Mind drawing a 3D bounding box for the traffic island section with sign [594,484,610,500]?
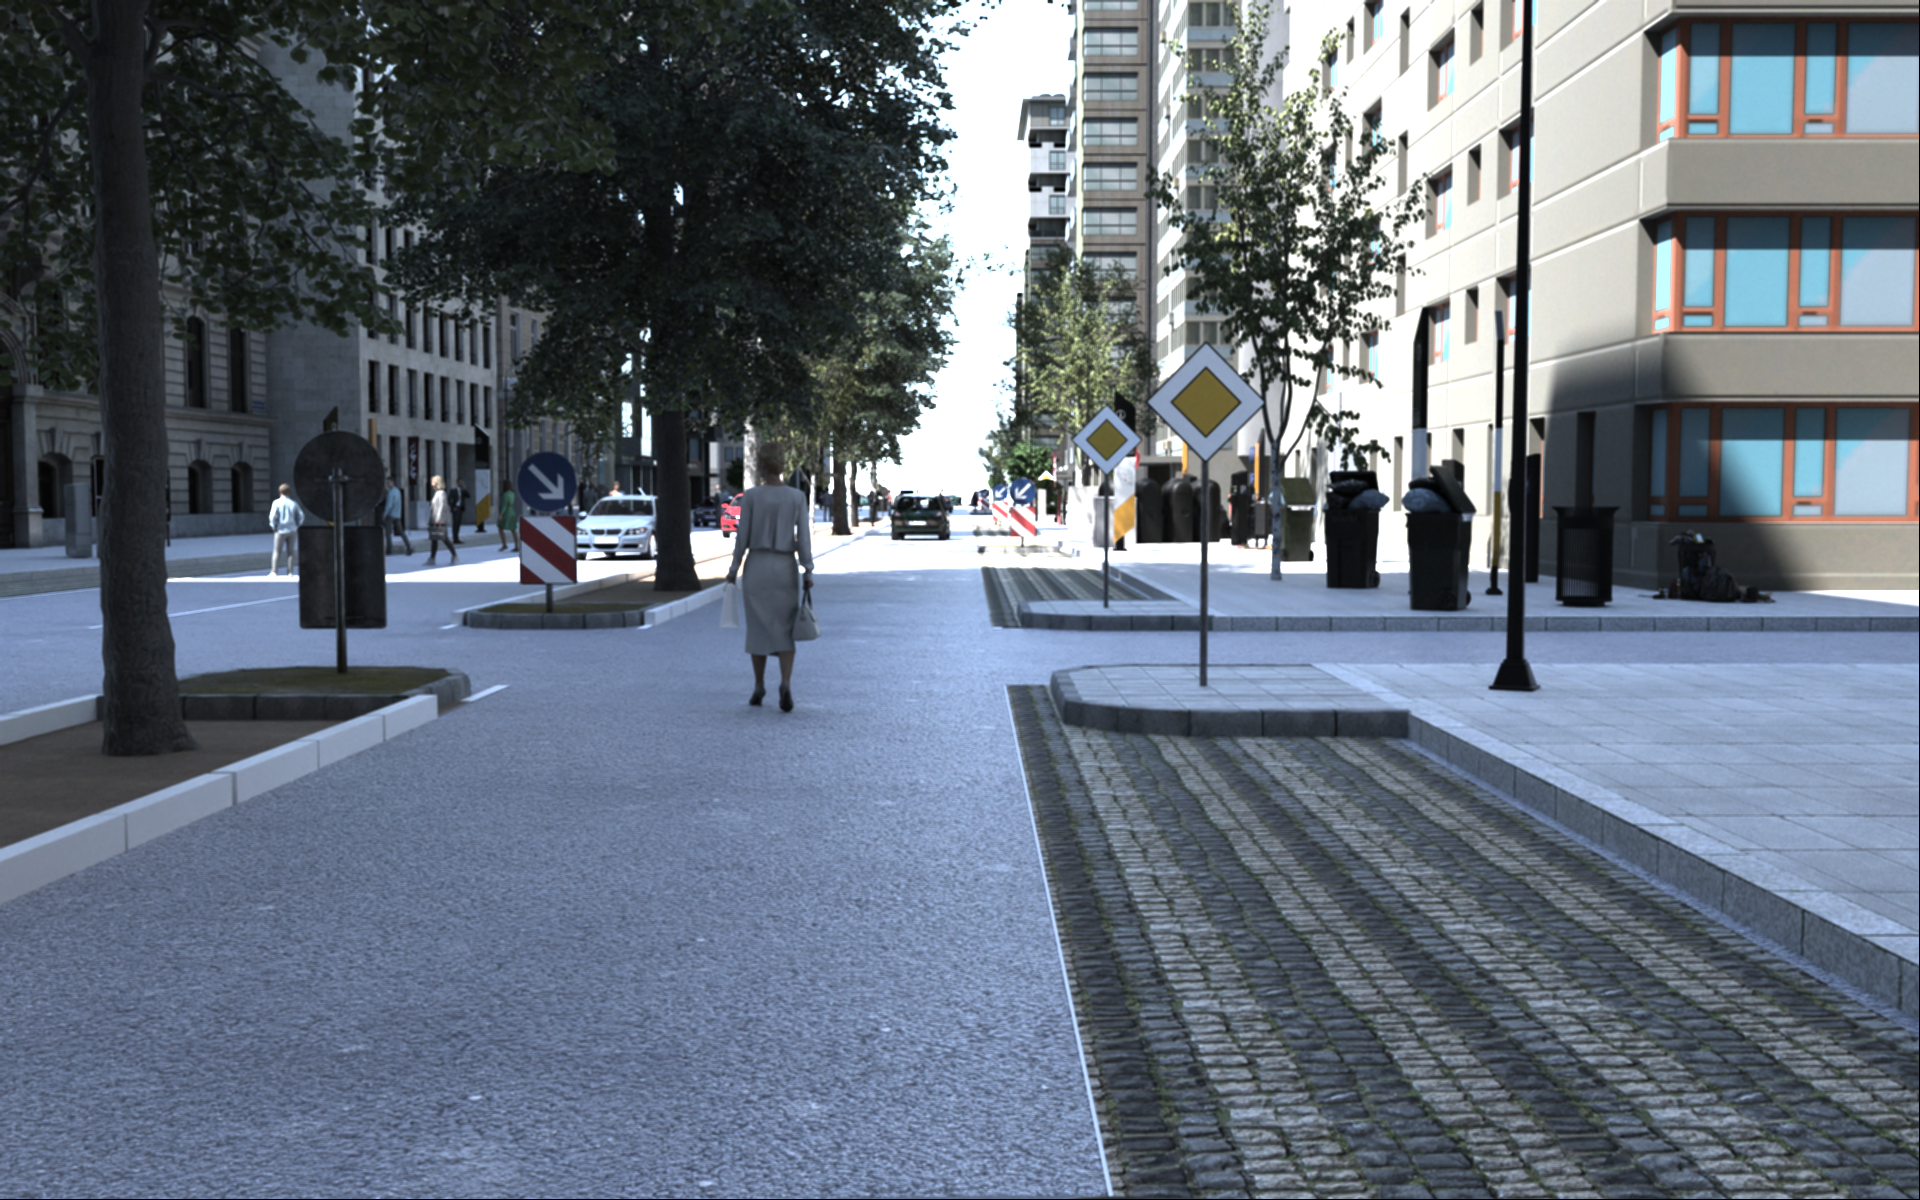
[{"bbox_3d":[-14.290,-3.687,68.910,1.989,1.847,2.006,0,4,0],"label":"traffic island section with sign"}]

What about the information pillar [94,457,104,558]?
[{"bbox_3d":[-17.128,-1.851,34.760,0.304,2.012,0.304,0,4,5],"label":"information pillar"}]

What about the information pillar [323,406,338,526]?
[{"bbox_3d":[-16.644,-3.337,45.916,0.183,3.616,0.504,1,4,20],"label":"information pillar"}]

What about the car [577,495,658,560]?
[{"bbox_3d":[-7.454,-1.652,39.020,2.014,1.417,4.499,0,4,2],"label":"car"}]

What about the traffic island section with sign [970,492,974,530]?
[{"bbox_3d":[1.489,-3.710,69.290,1.989,1.847,2.006,0,4,0],"label":"traffic island section with sign"}]

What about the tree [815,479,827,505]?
[{"bbox_3d":[-16.211,-12.873,205.080,1.663,3.219,1.824,0,3,0],"label":"tree"}]

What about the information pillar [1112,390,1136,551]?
[{"bbox_3d":[3.680,-2.905,38.856,0.504,3.616,0.183,0,4,3],"label":"information pillar"}]

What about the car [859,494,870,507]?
[{"bbox_3d":[-10.009,-10.775,187.967,2.131,1.459,4.920,0,4,1],"label":"car"}]

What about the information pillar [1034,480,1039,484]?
[{"bbox_3d":[3.925,-5.097,87.836,0.304,2.012,0.304,1,4,18],"label":"information pillar"}]

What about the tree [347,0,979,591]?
[{"bbox_3d":[-4.189,-7.098,25.161,9.857,13.997,8.962,0,3,0],"label":"tree"}]

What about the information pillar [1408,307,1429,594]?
[{"bbox_3d":[5.838,-1.875,22.009,0.183,3.616,0.504,0,4,2],"label":"information pillar"}]

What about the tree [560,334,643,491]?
[{"bbox_3d":[-16.125,-7.670,75.772,4.737,8.622,4.395,0,3,0],"label":"tree"}]

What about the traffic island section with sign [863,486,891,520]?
[{"bbox_3d":[-4.232,-5.276,94.402,2.006,1.907,1.989,0,4,0],"label":"traffic island section with sign"}]

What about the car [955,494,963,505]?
[{"bbox_3d":[-0.693,-12.631,218.316,2.131,1.459,4.920,0,4,-1],"label":"car"}]

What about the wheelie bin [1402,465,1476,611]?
[{"bbox_3d":[5.304,-0.693,19.237,0.693,1.594,0.980,2,4,30],"label":"wheelie bin"}]

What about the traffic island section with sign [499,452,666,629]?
[{"bbox_3d":[-4.429,-0.681,19.263,2.006,1.907,1.989,0,4,0],"label":"traffic island section with sign"}]

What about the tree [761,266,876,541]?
[{"bbox_3d":[-4.470,-6.068,52.032,4.737,8.622,4.395,0,3,0],"label":"tree"}]

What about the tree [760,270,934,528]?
[{"bbox_3d":[-4.605,-8.901,73.749,9.928,11.665,9.643,0,3,0],"label":"tree"}]

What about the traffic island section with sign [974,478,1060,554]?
[{"bbox_3d":[1.401,-2.062,42.335,1.989,1.847,2.006,0,4,0],"label":"traffic island section with sign"}]

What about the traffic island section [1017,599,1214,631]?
[{"bbox_3d":[1.670,0.165,19.586,2.009,0.180,2.903,0,4,0],"label":"traffic island section"}]

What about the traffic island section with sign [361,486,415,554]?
[{"bbox_3d":[-14.357,-2.038,41.955,1.989,1.847,2.006,0,4,0],"label":"traffic island section with sign"}]

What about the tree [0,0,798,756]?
[{"bbox_3d":[-4.420,-5.396,8.803,7.486,12.596,7.792,0,3,0],"label":"tree"}]

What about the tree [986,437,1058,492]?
[{"bbox_3d":[3.974,-7.007,98.284,4.285,4.588,4.351,0,3,0],"label":"tree"}]

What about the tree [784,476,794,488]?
[{"bbox_3d":[-16.228,-10.030,158.593,1.663,3.219,1.824,0,3,0],"label":"tree"}]

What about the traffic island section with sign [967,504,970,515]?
[{"bbox_3d":[1.625,-6.756,119.086,1.989,1.847,2.006,0,4,0],"label":"traffic island section with sign"}]

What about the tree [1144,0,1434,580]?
[{"bbox_3d":[4.712,-4.590,25.412,4.737,8.622,4.395,0,3,0],"label":"tree"}]

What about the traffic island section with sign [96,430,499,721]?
[{"bbox_3d":[-4.460,-0.227,11.856,2.006,1.907,1.989,0,4,0],"label":"traffic island section with sign"}]

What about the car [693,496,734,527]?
[{"bbox_3d":[-10.784,-3.941,77.021,1.945,1.354,3.894,0,4,0],"label":"car"}]

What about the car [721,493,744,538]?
[{"bbox_3d":[-6.802,-2.979,57.746,2.155,1.783,4.494,0,4,2],"label":"car"}]

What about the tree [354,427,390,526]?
[{"bbox_3d":[-17.363,-3.400,50.188,1.663,3.219,1.824,0,3,0],"label":"tree"}]

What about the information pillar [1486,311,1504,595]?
[{"bbox_3d":[6.820,-1.874,21.992,0.183,3.616,0.504,1,4,13],"label":"information pillar"}]

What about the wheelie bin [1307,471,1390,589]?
[{"bbox_3d":[5.383,-0.965,23.679,0.980,1.594,0.693,2,4,31],"label":"wheelie bin"}]

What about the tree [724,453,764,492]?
[{"bbox_3d":[-16.766,-9.260,135.118,4.285,4.588,4.351,0,3,0],"label":"tree"}]

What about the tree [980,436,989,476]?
[{"bbox_3d":[4.210,-13.059,163.871,4.737,8.622,4.395,0,3,0],"label":"tree"}]

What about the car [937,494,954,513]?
[{"bbox_3d":[-1.463,-7.379,132.649,2.014,1.417,4.499,0,4,1],"label":"car"}]

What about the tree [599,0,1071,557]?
[{"bbox_3d":[-3.445,-10.959,37.533,12.611,20.169,13.585,0,3,0],"label":"tree"}]

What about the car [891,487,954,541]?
[{"bbox_3d":[-1.217,-2.741,54.598,2.009,1.686,4.222,0,4,2],"label":"car"}]

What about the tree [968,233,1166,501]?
[{"bbox_3d":[4.272,-7.829,62.420,7.601,10.594,8.767,0,4,6],"label":"tree"}]

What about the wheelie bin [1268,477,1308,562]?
[{"bbox_3d":[6.259,-1.518,32.735,0.980,1.594,0.693,-1,4,-18],"label":"wheelie bin"}]

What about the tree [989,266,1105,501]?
[{"bbox_3d":[3.893,-6.426,55.434,4.737,8.622,4.395,0,3,0],"label":"tree"}]

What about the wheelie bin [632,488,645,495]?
[{"bbox_3d":[-16.237,-4.874,87.597,0.693,1.594,0.980,0,4,1],"label":"wheelie bin"}]

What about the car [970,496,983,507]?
[{"bbox_3d":[2.044,-11.440,196.829,2.009,1.686,4.222,0,4,2],"label":"car"}]

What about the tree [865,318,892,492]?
[{"bbox_3d":[-4.226,-6.960,66.610,4.360,8.622,3.978,0,3,0],"label":"tree"}]

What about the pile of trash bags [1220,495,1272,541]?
[{"bbox_3d":[7.885,-2.418,49.287,1.912,1.369,3.447,0,4,5],"label":"pile of trash bags"}]

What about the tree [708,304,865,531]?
[{"bbox_3d":[-4.757,-5.727,46.458,4.360,8.622,3.978,0,3,0],"label":"tree"}]

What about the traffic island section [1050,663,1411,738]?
[{"bbox_3d":[1.648,0.653,11.601,2.009,0.180,2.903,0,4,0],"label":"traffic island section"}]

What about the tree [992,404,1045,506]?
[{"bbox_3d":[4.288,-11.087,131.632,4.360,8.622,3.978,0,3,0],"label":"tree"}]

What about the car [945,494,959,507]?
[{"bbox_3d":[-1.112,-11.487,199.612,2.131,1.459,4.920,0,4,-2],"label":"car"}]

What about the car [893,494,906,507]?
[{"bbox_3d":[-6.684,-11.351,195.380,2.009,1.686,4.222,0,4,-1],"label":"car"}]

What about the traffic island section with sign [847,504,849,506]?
[{"bbox_3d":[-13.856,-13.394,227.627,1.989,1.847,2.006,0,4,0],"label":"traffic island section with sign"}]

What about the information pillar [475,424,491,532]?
[{"bbox_3d":[-15.939,-4.064,57.796,0.504,3.616,0.183,0,4,8],"label":"information pillar"}]
